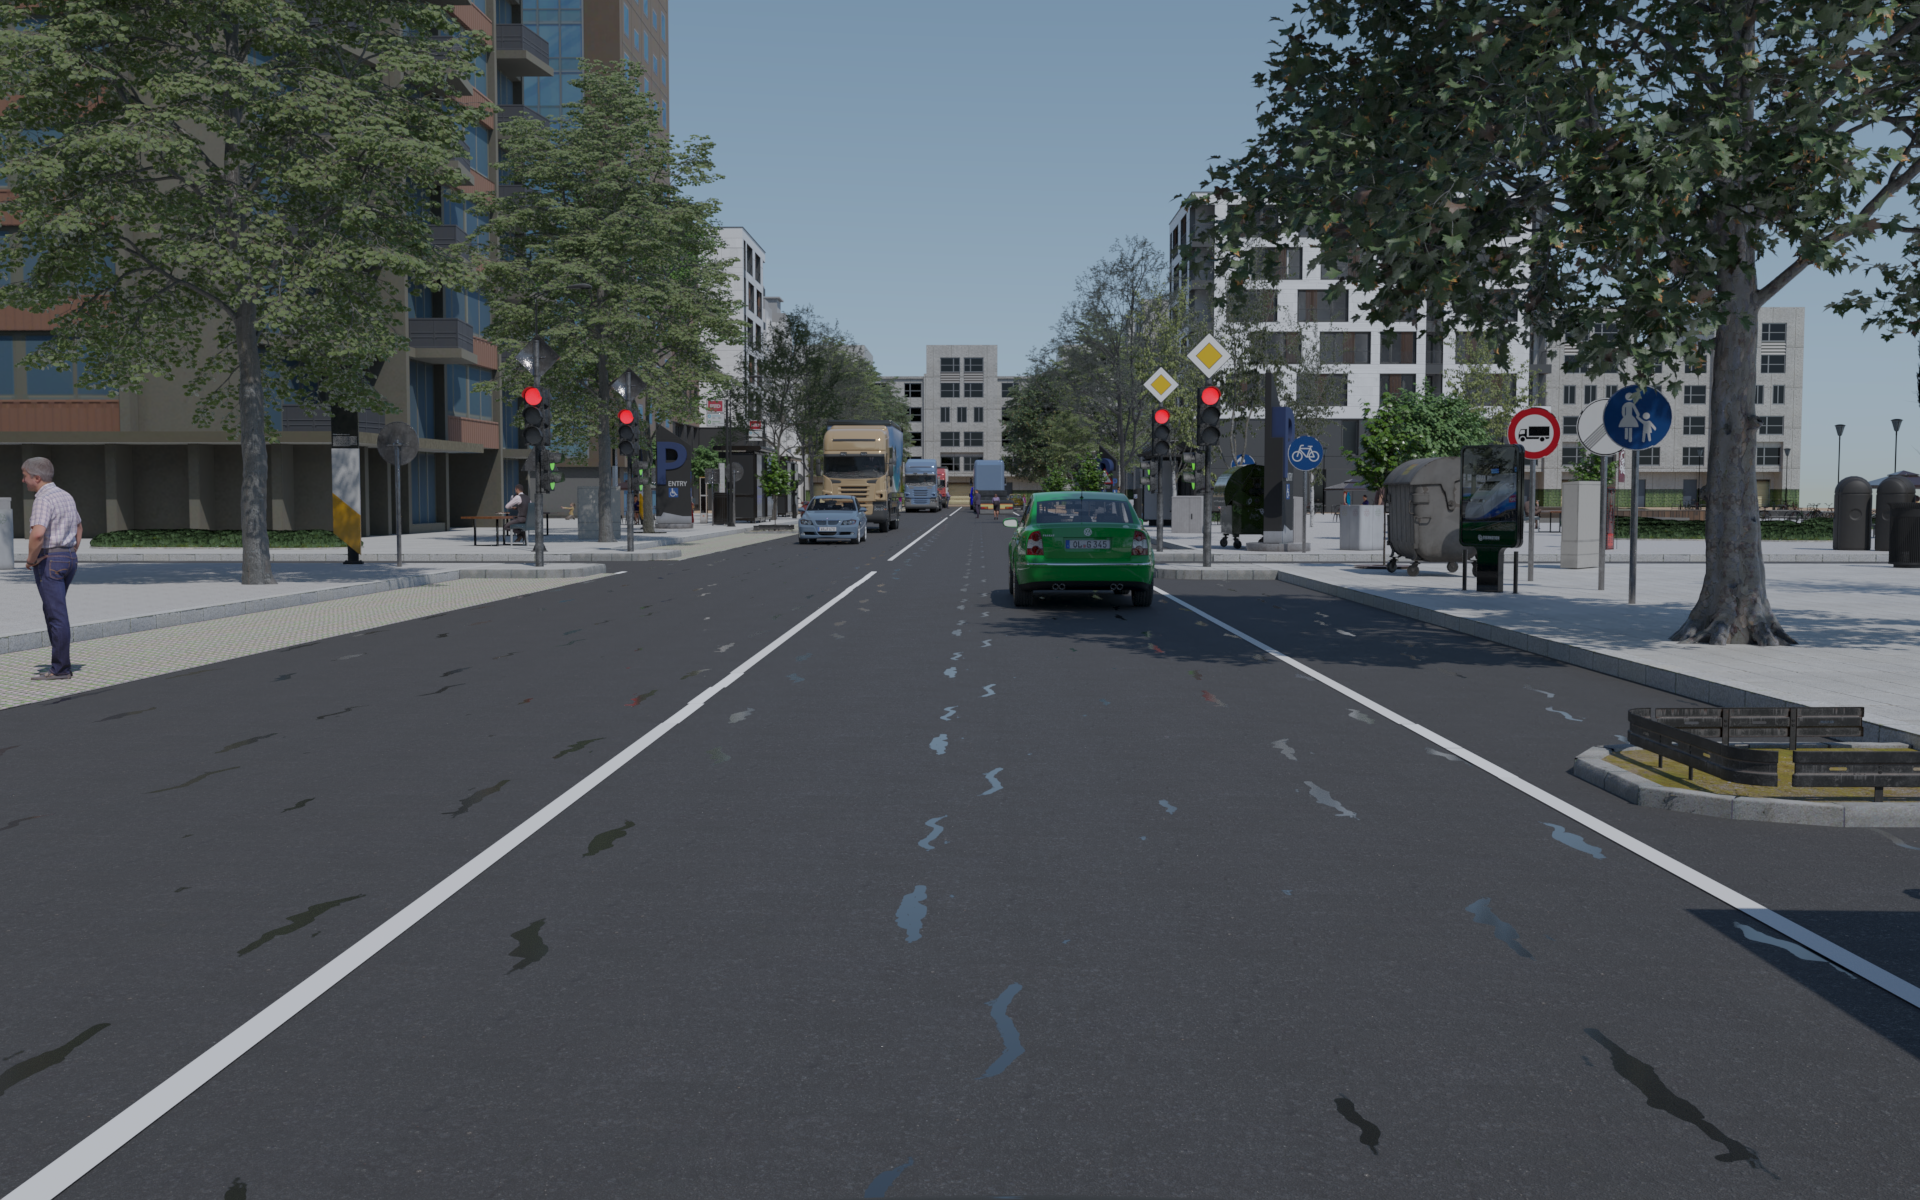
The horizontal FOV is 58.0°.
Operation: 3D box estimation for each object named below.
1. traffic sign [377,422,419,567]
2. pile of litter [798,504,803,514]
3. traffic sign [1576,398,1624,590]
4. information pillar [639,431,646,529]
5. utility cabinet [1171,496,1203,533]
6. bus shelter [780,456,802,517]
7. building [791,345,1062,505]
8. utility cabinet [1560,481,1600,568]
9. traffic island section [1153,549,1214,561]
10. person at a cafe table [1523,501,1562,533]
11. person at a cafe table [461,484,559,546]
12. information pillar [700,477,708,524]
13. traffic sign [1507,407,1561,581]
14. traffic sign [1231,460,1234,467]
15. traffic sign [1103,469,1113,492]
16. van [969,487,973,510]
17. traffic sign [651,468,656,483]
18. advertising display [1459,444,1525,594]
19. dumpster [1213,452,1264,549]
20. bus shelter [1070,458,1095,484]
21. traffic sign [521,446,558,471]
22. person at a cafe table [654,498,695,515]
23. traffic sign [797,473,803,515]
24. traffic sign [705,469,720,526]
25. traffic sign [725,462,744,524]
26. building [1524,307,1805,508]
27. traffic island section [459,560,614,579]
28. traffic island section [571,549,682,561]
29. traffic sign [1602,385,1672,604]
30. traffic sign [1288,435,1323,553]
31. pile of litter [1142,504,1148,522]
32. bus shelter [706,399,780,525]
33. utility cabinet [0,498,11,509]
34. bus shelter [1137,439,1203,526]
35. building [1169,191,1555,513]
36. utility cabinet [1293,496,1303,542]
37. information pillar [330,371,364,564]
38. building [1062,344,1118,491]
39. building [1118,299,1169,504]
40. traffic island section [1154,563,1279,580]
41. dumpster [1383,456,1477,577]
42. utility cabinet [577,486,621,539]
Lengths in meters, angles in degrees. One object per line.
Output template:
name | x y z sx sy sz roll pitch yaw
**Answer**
traffic sign | -9.878 -1.856 30.444 0.768 2.556 0.104 0 4 6
pile of litter | -9.844 -5.872 109.976 1.719 0.858 1.176 1 4 12
traffic sign | 8.563 -1.403 23.049 0.768 2.556 0.104 0 4 4
information pillar | -11.525 -4.377 62.924 0.183 3.616 0.504 1 4 13
utility cabinet | 7.447 -2.785 56.692 1.020 1.237 0.306 2 4 27
bus shelter | -10.304 -7.257 96.277 2.179 5.291 8.768 0 4 1
building | -3.902 -21.242 213.769 31.486 18.905 16.747 0 4 1
utility cabinet | 10.750 -1.300 29.939 0.318 1.500 1.173 3 5 40
traffic island section | 4.458 -0.990 38.475 2.009 0.180 2.903 0 4 1
person at a cafe table | 19.499 -2.869 57.762 1.726 1.238 1.698 0 4 -2
person at a cafe table | -11.133 -2.101 42.861 1.622 1.524 1.698 2 4 27
information pillar | -11.079 -4.309 74.938 0.304 2.012 0.304 0 4 2
traffic sign | 8.401 -1.549 25.427 0.768 2.556 0.104 0 4 7
traffic sign | 8.979 -3.359 55.031 0.768 2.556 0.104 0 4 3
traffic sign | 7.374 -5.401 88.315 0.884 2.594 0.081 0 4 6
van | 1.891 -9.345 157.174 2.240 2.365 5.245 0 4 2
traffic sign | -11.618 -3.962 66.901 0.606 2.300 0.079 0 4 2
advertising display | 6.940 -1.065 22.632 0.123 1.923 0.974 -2 4 -32
dumpster | 6.880 -2.359 41.066 1.502 2.255 1.985 0 4 1
bus shelter | 7.505 -6.486 99.962 2.014 3.302 5.546 0 4 1
traffic sign | -9.645 -2.429 39.721 0.884 2.594 0.081 1 4 9
person at a cafe table | -13.368 -4.384 82.543 1.726 1.238 1.698 3 4 37
traffic sign | -9.833 -6.398 104.717 0.768 2.556 0.104 0 4 4
traffic sign | -9.968 -4.137 69.764 0.606 2.300 0.079 0 4 3
traffic sign | -9.043 -4.234 69.326 0.768 2.556 0.104 0 4 6
building | 64.031 -18.713 172.419 31.486 18.905 16.747 0 4 1
traffic island section | -7.452 -0.510 30.626 2.009 0.180 2.903 0 4 1
traffic island section | -7.363 -0.999 38.610 2.009 0.180 2.903 0 4 1
traffic sign | 7.860 -1.228 20.177 0.768 2.556 0.104 1 4 10
traffic sign | 7.515 -2.303 37.757 0.768 2.556 0.104 0 4 1
pile of litter | 7.967 -3.975 78.963 1.176 0.858 1.719 3 5 42
bus shelter | -9.625 -6.024 76.122 2.179 5.291 8.768 0 4 0
utility cabinet | -17.458 -1.219 31.086 1.020 1.237 0.306 2 4 30
bus shelter | 8.092 -4.473 67.059 2.014 3.302 5.546 0 4 1
building | 29.737 -17.699 133.357 27.936 21.610 32.646 0 4 1
utility cabinet | 8.982 -2.137 46.109 0.306 1.237 1.020 0 4 7
information pillar | -11.178 -2.459 31.565 0.504 3.616 0.183 -1 4 -10
building | 27.899 -21.193 212.967 31.486 18.905 16.747 0 4 1
building | 25.050 -18.298 165.633 16.747 18.905 31.486 0 4 1
traffic island section | 4.369 -0.502 30.490 2.009 0.180 2.903 0 4 1
dumpster | 7.543 -1.329 27.491 1.264 1.857 1.865 0 4 0
utility cabinet | -10.239 -2.474 49.124 1.173 1.500 0.318 -1 4 -18
